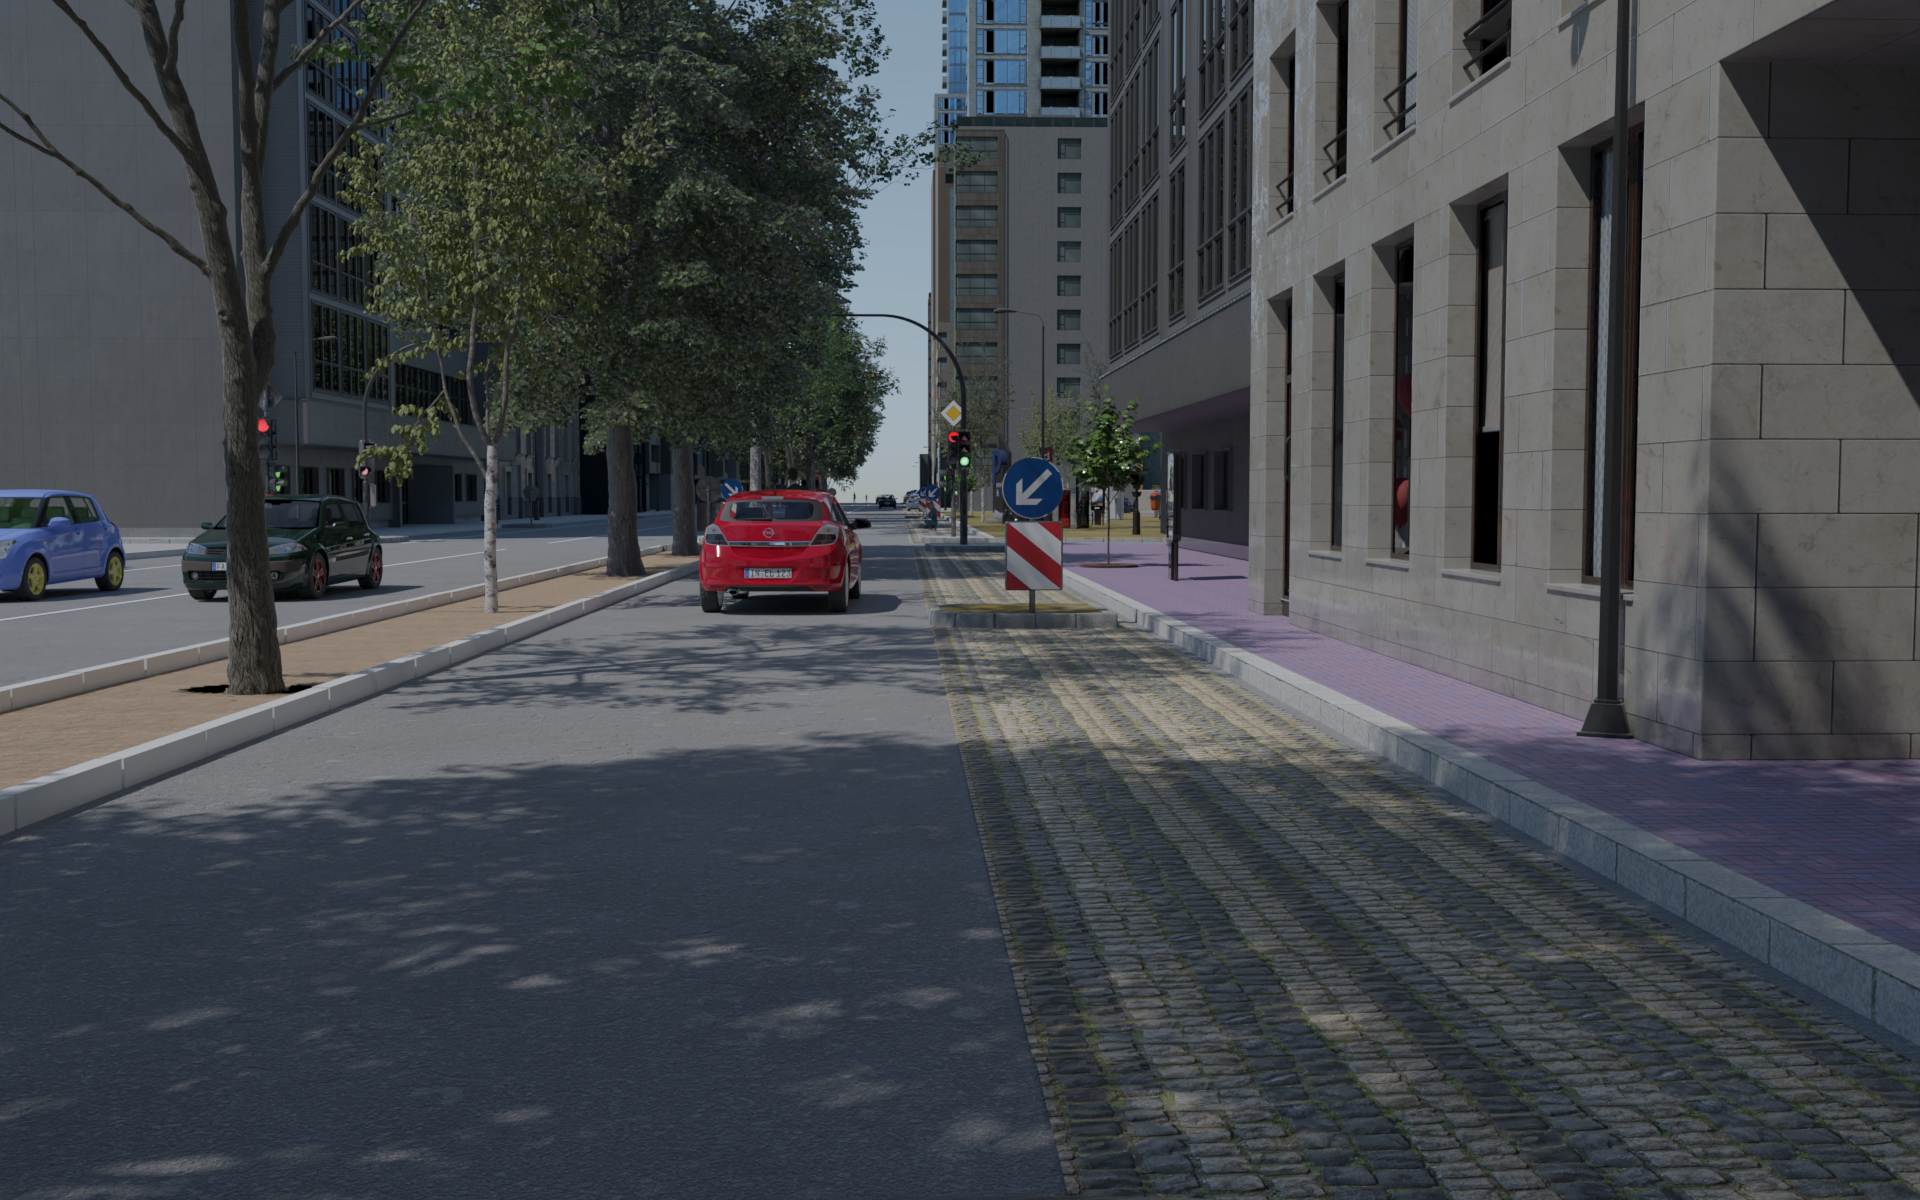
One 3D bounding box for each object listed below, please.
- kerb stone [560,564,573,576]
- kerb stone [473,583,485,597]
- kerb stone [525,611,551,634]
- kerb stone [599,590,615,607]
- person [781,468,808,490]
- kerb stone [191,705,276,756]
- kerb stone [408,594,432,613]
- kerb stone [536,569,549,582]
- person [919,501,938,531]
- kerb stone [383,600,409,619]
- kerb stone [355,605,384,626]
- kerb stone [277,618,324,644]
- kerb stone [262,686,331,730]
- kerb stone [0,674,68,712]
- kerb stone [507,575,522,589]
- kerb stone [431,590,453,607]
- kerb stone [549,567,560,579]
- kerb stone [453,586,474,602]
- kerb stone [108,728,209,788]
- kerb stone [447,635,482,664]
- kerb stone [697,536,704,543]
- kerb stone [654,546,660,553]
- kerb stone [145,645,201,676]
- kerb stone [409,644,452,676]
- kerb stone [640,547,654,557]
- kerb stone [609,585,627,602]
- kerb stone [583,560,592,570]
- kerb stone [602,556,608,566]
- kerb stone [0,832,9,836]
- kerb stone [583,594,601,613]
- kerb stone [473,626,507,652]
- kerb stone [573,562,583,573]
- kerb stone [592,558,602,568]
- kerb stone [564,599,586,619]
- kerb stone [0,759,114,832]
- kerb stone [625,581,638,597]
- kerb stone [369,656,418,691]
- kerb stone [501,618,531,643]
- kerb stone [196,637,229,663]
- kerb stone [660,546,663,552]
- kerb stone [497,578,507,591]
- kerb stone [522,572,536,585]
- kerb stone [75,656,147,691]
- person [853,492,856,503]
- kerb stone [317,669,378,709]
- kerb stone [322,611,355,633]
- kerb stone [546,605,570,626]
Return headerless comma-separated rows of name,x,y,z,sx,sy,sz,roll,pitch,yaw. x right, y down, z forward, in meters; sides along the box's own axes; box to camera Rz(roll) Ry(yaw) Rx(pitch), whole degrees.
kerb stone,-6.999,-0.501,30.393,0.120,0.150,1.000,0,4,-2
kerb stone,-6.791,-0.123,24.256,0.120,0.150,1.000,0,4,-2
kerb stone,-4.470,0.249,18.142,0.120,0.150,1.000,0,4,-2
kerb stone,-4.615,0.002,22.253,0.120,0.150,1.000,0,4,-2
person,-2.998,-1.434,31.308,0.474,1.900,0.648,2,4,28
kerb stone,-4.187,0.753,9.944,0.120,0.150,1.000,0,4,-2
kerb stone,-6.683,0.067,21.185,0.120,0.150,1.000,0,4,-2
kerb stone,-6.932,-0.376,28.349,0.120,0.150,1.000,0,4,-2
person,-1.202,-3.276,67.564,0.738,1.151,1.012,0,4,-4
kerb stone,-6.646,0.125,20.163,0.120,0.150,1.000,0,4,-2
kerb stone,-6.608,0.188,19.141,0.120,0.150,1.000,0,4,-2
kerb stone,-6.528,0.318,17.094,0.120,0.150,1.000,0,4,-2
kerb stone,-4.224,0.691,10.971,0.120,0.150,1.000,0,4,-2
kerb stone,-6.352,0.632,11.960,0.120,0.150,1.000,0,4,-2
kerb stone,-6.866,-0.251,26.300,0.120,0.150,1.000,0,4,-2
kerb stone,-6.718,0.000,22.206,0.120,0.150,1.000,0,4,-2
kerb stone,-6.978,-0.437,29.371,0.120,0.150,1.000,0,4,-2
kerb stone,-6.744,-0.061,23.235,0.120,0.150,1.000,0,4,-2
kerb stone,-4.144,0.815,8.923,0.120,0.150,1.000,0,4,-2
kerb stone,-4.364,0.441,15.072,0.120,0.150,1.000,0,4,-2
kerb stone,-7.786,-1.850,52.539,0.120,0.150,1.000,0,4,-2
kerb stone,-7.412,-1.191,41.663,0.120,0.150,1.000,0,4,-2
kerb stone,-6.427,0.500,14.023,0.120,0.150,1.000,0,4,-2
kerb stone,-4.331,0.498,14.049,0.120,0.150,1.000,0,4,-2
kerb stone,-7.372,-1.124,40.642,0.120,0.150,1.000,0,4,-2
kerb stone,-4.655,-0.066,23.276,0.120,0.150,1.000,0,4,-2
kerb stone,-7.081,-0.627,32.440,0.120,0.150,1.000,0,4,-2
kerb stone,-7.148,-0.753,34.499,0.120,0.150,1.000,0,4,-2
kerb stone,-4.069,0.937,6.874,0.120,0.150,1.000,0,4,-2
kerb stone,-4.576,0.060,21.227,0.120,0.150,1.000,0,4,-2
kerb stone,-4.404,0.375,16.095,0.120,0.150,1.000,0,4,-2
kerb stone,-7.043,-0.564,31.418,0.120,0.150,1.000,0,4,-2
kerb stone,-7.119,-0.689,33.466,0.120,0.150,1.000,0,4,-2
kerb stone,-4.546,0.123,20.189,0.120,0.150,1.000,0,4,-2
kerb stone,-4.109,0.874,7.901,0.120,0.150,1.000,0,4,-2
kerb stone,-4.692,-0.127,24.297,0.120,0.150,1.000,0,4,-2
kerb stone,-4.298,0.561,13.023,0.120,0.150,1.000,0,4,-2
kerb stone,-4.429,0.310,17.120,0.120,0.150,1.000,0,4,-2
kerb stone,-6.465,0.437,15.044,0.120,0.150,1.000,0,4,-2
kerb stone,-7.434,-1.253,42.685,0.120,0.150,1.000,0,4,-2
kerb stone,-6.821,-0.189,25.278,0.120,0.150,1.000,0,4,-2
kerb stone,-6.898,-0.314,27.328,0.120,0.150,1.000,0,4,-2
kerb stone,-6.396,0.565,12.989,0.120,0.150,1.000,0,4,-2
person,-16.451,-16.068,271.740,0.617,1.759,0.750,-3,5,-40
kerb stone,-4.261,0.624,12.001,0.120,0.150,1.000,0,4,-2
kerb stone,-6.571,0.249,18.120,0.120,0.150,1.000,0,4,-2
kerb stone,-4.506,0.186,19.168,0.120,0.150,1.000,0,4,-2
